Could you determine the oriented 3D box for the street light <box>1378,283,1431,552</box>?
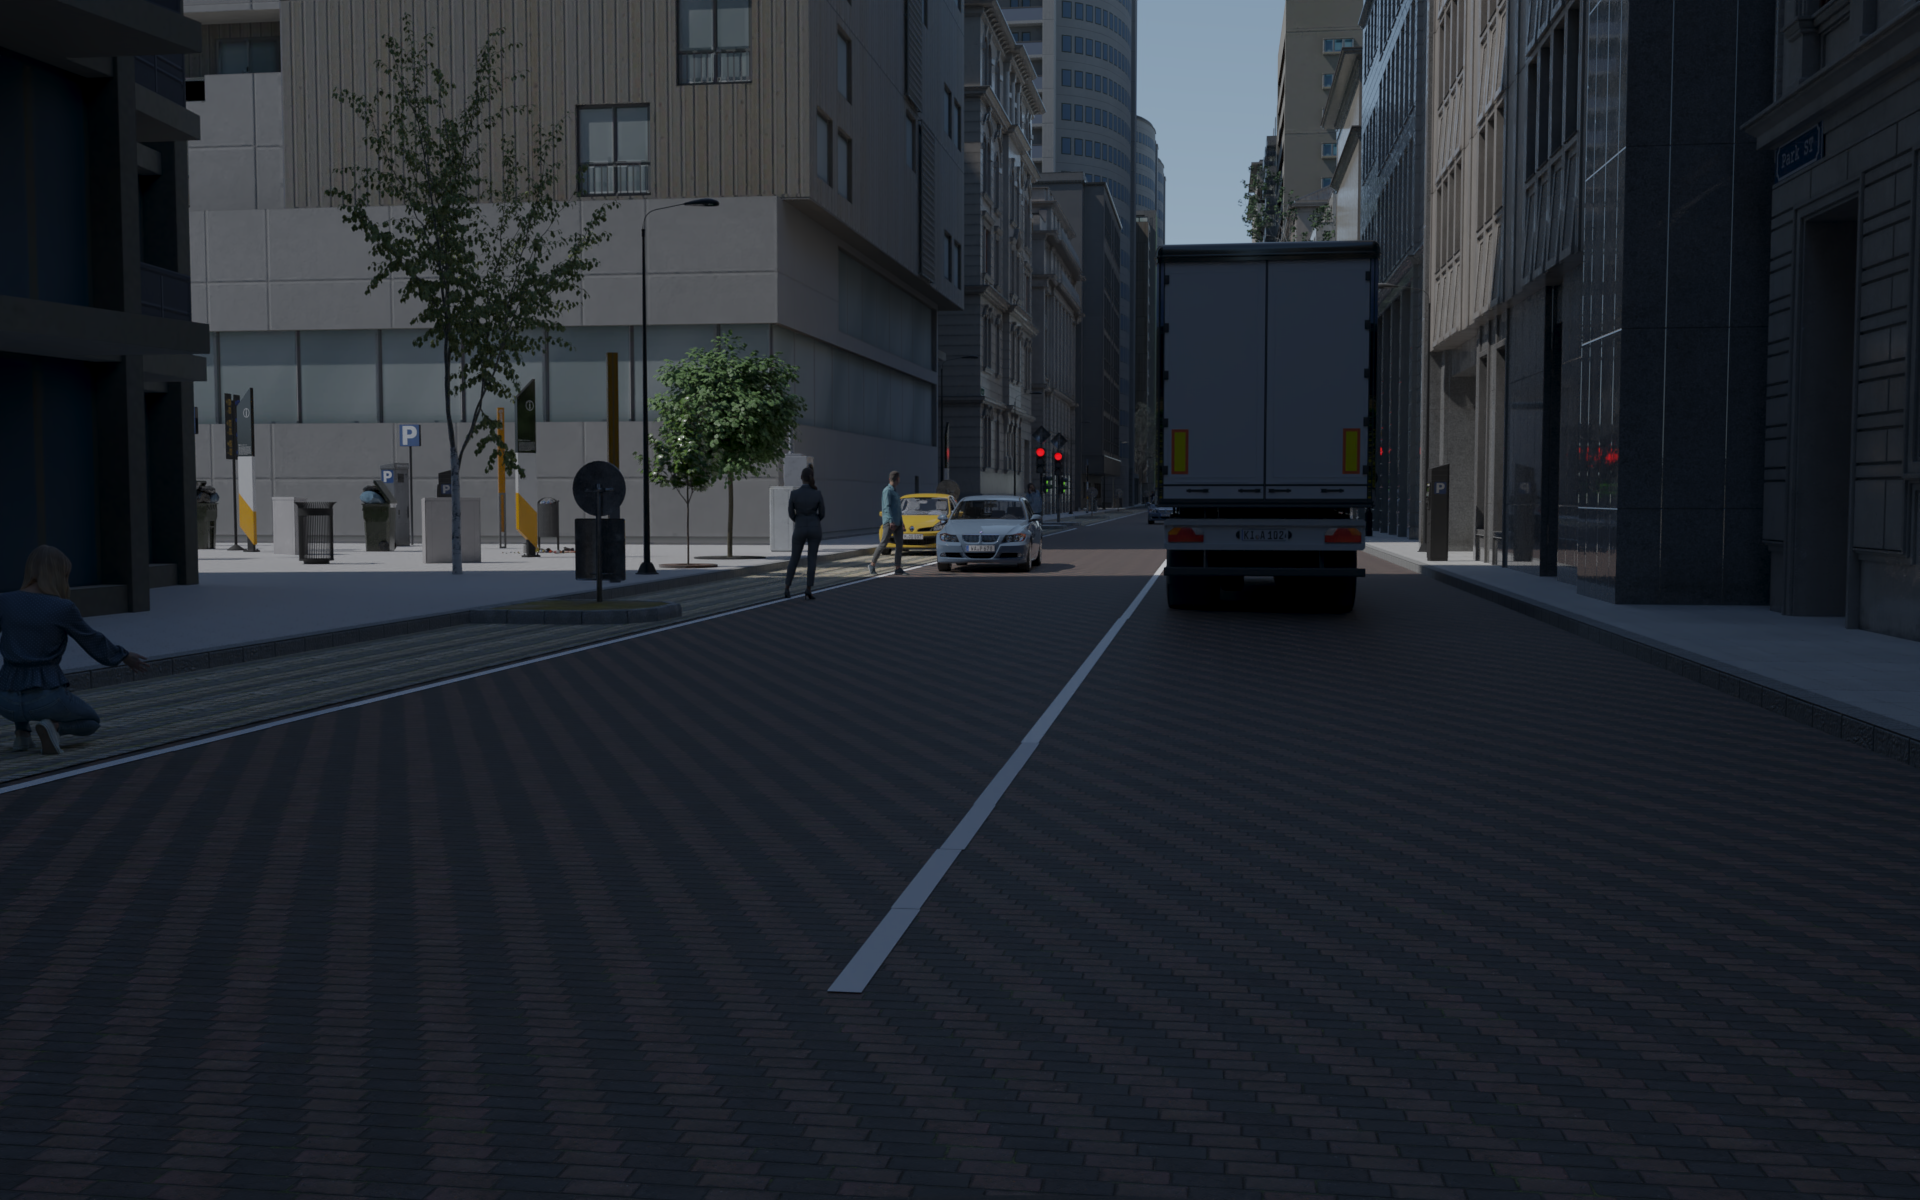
[{"bbox_3d":[9.766,-4.018,38.240,1.470,5.913,1.316,1,4,8],"label":"street light"}]

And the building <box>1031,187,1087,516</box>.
[{"bbox_3d":[0.870,-16.706,114.948,13.314,21.916,24.055,1,4,8],"label":"building"}]

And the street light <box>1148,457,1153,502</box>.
[{"bbox_3d":[23.394,-14.923,216.537,1.470,5.913,1.316,1,4,8],"label":"street light"}]

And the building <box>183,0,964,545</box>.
[{"bbox_3d":[-14.600,-28.624,57.239,27.495,52.752,28.713,1,4,8],"label":"building"}]

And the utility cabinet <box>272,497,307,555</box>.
[{"bbox_3d":[-14.228,-1.568,36.806,1.020,1.237,0.306,3,5,43],"label":"utility cabinet"}]

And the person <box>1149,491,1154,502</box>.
[{"bbox_3d":[21.525,-11.341,194.375,0.568,1.767,0.683,1,4,17],"label":"person"}]

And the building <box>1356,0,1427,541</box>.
[{"bbox_3d":[18.998,-16.849,52.975,11.434,29.767,29.804,1,4,8],"label":"building"}]

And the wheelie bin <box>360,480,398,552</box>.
[{"bbox_3d":[-12.999,-1.884,38.716,0.693,1.594,0.980,0,4,-3],"label":"wheelie bin"}]

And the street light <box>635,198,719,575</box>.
[{"bbox_3d":[-4.470,-3.357,27.431,1.470,5.913,1.316,1,4,8],"label":"street light"}]

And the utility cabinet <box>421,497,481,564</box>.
[{"bbox_3d":[-9.479,-1.291,32.277,1.020,1.237,0.306,-2,4,-30],"label":"utility cabinet"}]

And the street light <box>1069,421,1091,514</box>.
[{"bbox_3d":[7.615,-8.421,110.222,1.470,5.913,1.316,1,4,8],"label":"street light"}]

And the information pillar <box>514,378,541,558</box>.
[{"bbox_3d":[-8.760,-2.669,34.998,0.183,3.616,0.504,3,4,36],"label":"information pillar"}]

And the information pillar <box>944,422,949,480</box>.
[{"bbox_3d":[-0.426,-3.957,56.052,0.183,3.616,0.504,0,4,7],"label":"information pillar"}]

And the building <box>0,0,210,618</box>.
[{"bbox_3d":[-19.623,-21.787,10.838,22.147,44.769,28.867,1,4,8],"label":"building"}]

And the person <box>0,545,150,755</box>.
[{"bbox_3d":[-5.195,0.264,9.682,1.012,1.151,0.738,0,4,-4],"label":"person"}]

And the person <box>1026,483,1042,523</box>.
[{"bbox_3d":[2.389,-2.879,55.835,0.793,1.790,0.793,2,4,23],"label":"person"}]

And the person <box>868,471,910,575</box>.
[{"bbox_3d":[-1.242,-1.364,30.660,0.748,1.841,0.638,2,4,30],"label":"person"}]

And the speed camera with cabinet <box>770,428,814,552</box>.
[{"bbox_3d":[-3.800,-2.749,39.274,0.660,3.252,2.038,0,4,8],"label":"speed camera with cabinet"}]

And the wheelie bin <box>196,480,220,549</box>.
[{"bbox_3d":[-17.653,-1.980,40.286,0.693,1.594,0.980,0,4,1],"label":"wheelie bin"}]

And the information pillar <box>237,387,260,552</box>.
[{"bbox_3d":[-15.743,-2.868,38.252,0.504,3.616,0.183,2,4,31],"label":"information pillar"}]

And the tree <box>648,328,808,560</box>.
[{"bbox_3d":[-4.647,-3.097,34.352,4.285,4.588,4.351,0,3,0],"label":"tree"}]

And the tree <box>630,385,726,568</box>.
[{"bbox_3d":[-4.699,-2.190,30.415,1.663,3.219,1.824,0,3,0],"label":"tree"}]

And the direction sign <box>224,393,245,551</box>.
[{"bbox_3d":[-16.477,-2.894,39.315,0.379,3.537,0.876,0,4,-3],"label":"direction sign"}]

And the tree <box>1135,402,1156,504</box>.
[{"bbox_3d":[23.557,-19.439,228.197,12.009,13.543,11.850,0,3,0],"label":"tree"}]

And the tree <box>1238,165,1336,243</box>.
[{"bbox_3d":[19.350,-14.988,100.937,12.611,20.169,13.585,0,3,0],"label":"tree"}]

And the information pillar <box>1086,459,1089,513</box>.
[{"bbox_3d":[8.569,-7.660,116.595,0.183,3.616,0.504,0,4,0],"label":"information pillar"}]

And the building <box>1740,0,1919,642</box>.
[{"bbox_3d":[12.383,-10.512,8.030,11.583,22.565,21.152,1,4,8],"label":"building"}]

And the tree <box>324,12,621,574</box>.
[{"bbox_3d":[-7.806,-4.714,27.438,4.737,8.622,4.395,0,3,0],"label":"tree"}]

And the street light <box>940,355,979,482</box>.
[{"bbox_3d":[-0.076,-5.235,58.139,1.470,5.913,1.316,1,4,8],"label":"street light"}]

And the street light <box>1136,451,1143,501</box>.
[{"bbox_3d":[18.793,-13.047,185.859,1.470,5.913,1.316,1,4,8],"label":"street light"}]

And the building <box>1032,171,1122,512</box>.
[{"bbox_3d":[5.172,-21.116,138.758,14.314,27.812,24.014,1,4,8],"label":"building"}]

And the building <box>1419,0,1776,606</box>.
[{"bbox_3d":[15.009,-12.861,28.302,12.078,24.808,19.932,1,4,8],"label":"building"}]

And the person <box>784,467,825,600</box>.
[{"bbox_3d":[-2.120,-0.907,23.610,0.520,1.790,0.573,-1,4,-17],"label":"person"}]

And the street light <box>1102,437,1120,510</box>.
[{"bbox_3d":[12.342,-10.340,141.593,1.470,5.913,1.316,1,4,8],"label":"street light"}]

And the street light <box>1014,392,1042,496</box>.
[{"bbox_3d":[3.035,-6.500,78.811,1.470,5.913,1.316,1,4,8],"label":"street light"}]
